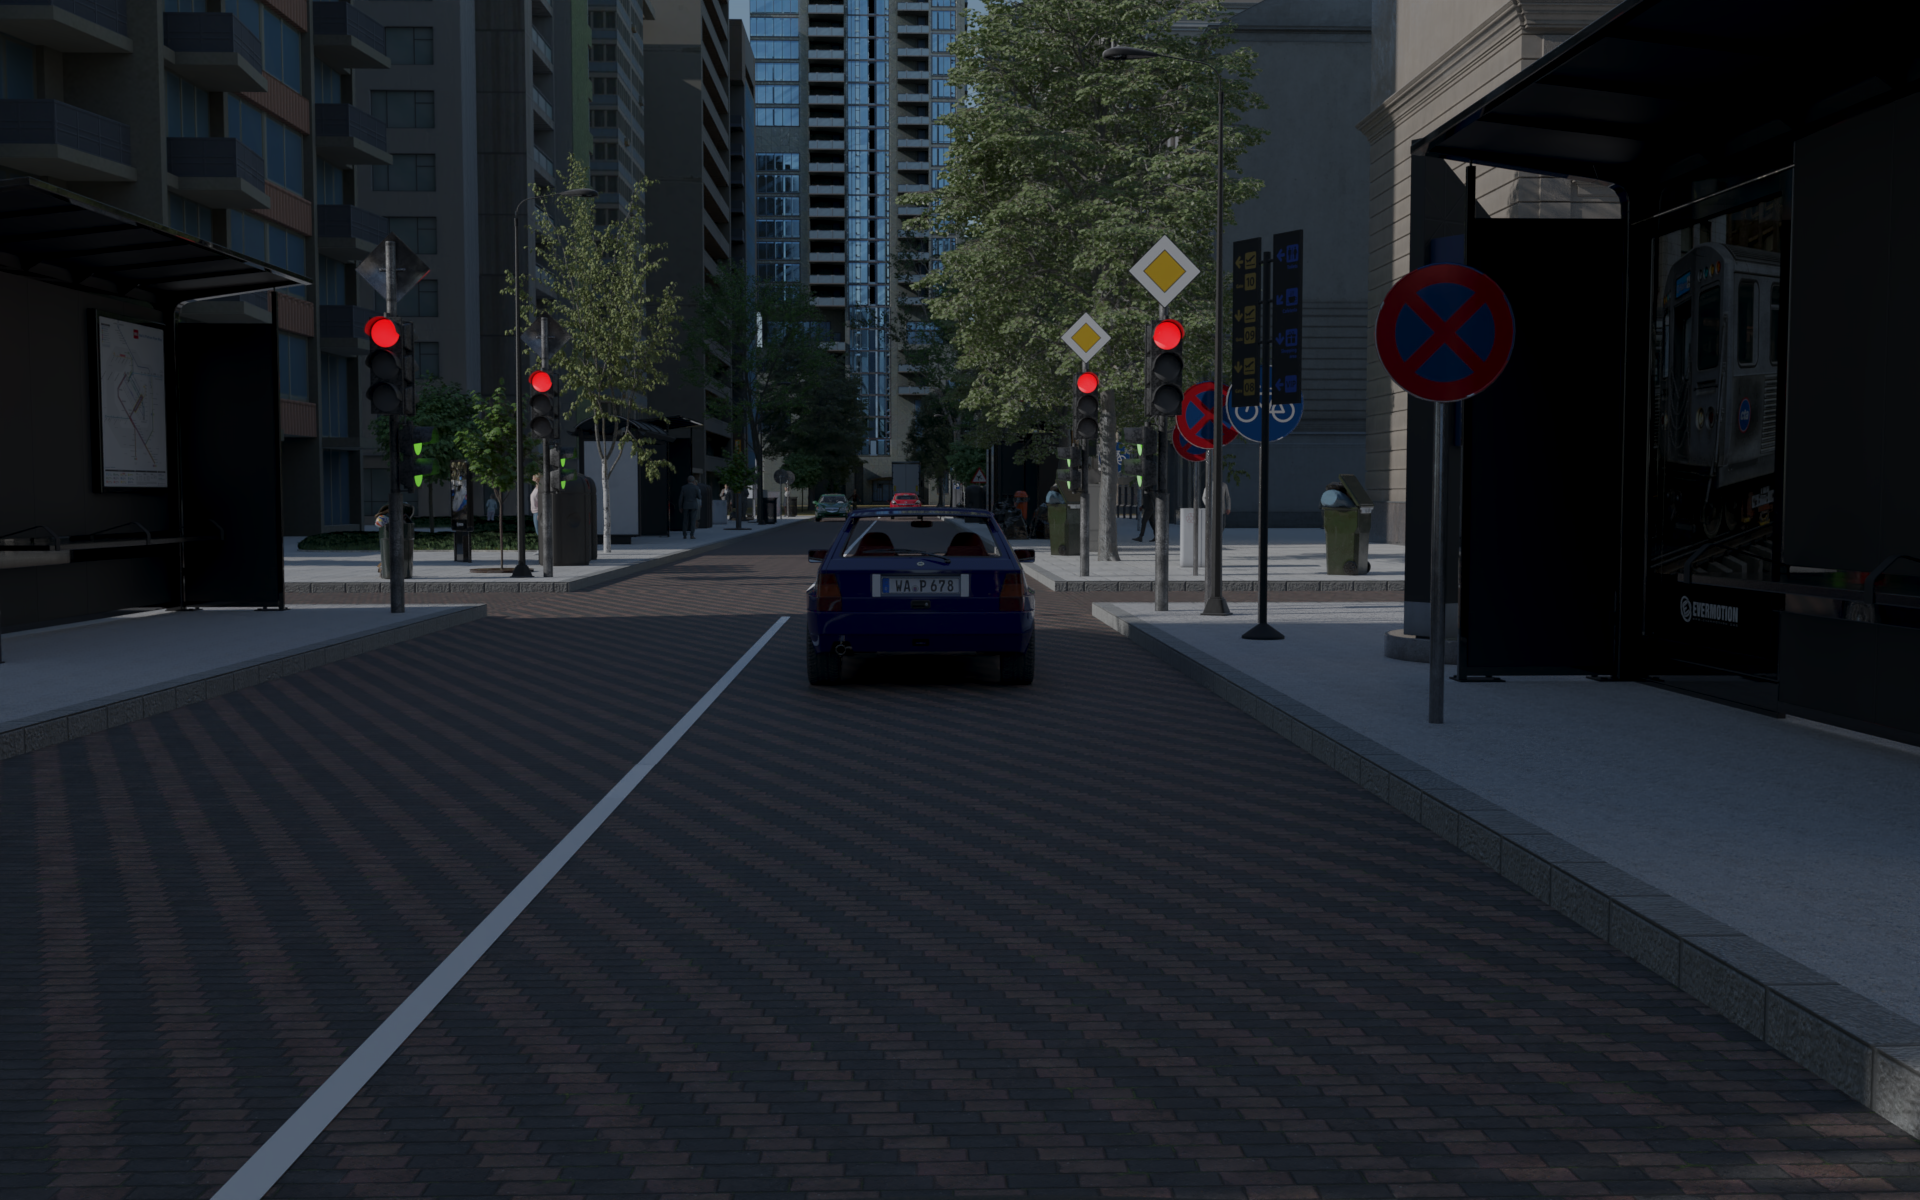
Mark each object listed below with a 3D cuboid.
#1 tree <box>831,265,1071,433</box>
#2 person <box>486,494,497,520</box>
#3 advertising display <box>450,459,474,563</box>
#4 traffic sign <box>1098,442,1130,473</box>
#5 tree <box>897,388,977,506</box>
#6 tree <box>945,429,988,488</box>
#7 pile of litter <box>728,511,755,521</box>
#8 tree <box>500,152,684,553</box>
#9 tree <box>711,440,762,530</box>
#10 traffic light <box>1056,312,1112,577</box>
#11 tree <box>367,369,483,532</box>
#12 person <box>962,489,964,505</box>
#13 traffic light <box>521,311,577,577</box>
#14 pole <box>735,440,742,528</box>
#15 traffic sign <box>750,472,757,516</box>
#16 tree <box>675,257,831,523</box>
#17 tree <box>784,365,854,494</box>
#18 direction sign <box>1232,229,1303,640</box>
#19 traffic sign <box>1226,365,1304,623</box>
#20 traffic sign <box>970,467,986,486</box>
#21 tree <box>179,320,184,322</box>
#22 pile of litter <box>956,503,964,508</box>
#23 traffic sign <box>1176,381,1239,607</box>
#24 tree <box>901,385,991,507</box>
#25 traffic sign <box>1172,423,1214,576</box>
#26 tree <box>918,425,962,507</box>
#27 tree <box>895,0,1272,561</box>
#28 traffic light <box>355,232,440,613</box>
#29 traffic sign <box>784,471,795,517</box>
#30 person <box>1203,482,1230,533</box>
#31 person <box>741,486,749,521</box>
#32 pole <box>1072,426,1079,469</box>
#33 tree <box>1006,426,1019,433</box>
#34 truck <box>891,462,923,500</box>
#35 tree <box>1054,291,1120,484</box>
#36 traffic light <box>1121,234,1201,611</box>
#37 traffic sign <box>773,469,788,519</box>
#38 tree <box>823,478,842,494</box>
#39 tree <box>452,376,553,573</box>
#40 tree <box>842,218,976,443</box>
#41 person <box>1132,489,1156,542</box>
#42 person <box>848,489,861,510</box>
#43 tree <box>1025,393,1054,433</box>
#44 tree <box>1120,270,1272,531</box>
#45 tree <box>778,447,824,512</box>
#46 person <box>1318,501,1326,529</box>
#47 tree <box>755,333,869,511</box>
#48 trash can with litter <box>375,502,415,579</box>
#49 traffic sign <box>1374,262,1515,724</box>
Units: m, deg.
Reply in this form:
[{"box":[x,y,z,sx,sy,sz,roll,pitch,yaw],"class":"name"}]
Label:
[{"box":[1.566,-9.047,73.669,9.928,11.665,9.643,0,3,0],"class":"tree"},{"box":[-16.952,-3.194,62.550,0.394,1.301,0.425,2,4,31],"class":"person"},{"box":[-9.367,-1.674,32.577,0.123,1.923,0.974,-2,4,-34],"class":"advertising display"},{"box":[3.730,-2.563,42.015,0.768,2.556,0.104,0,4,2],"class":"traffic sign"},{"box":[-1.903,-16.040,179.267,9.611,12.733,9.660,0,3,0],"class":"tree"},{"box":[0.824,-6.353,87.584,4.285,4.588,4.351,0,3,0],"class":"tree"},{"box":[-10.518,-4.296,84.210,1.719,0.858,1.176,-1,4,-23],"class":"pile of litter"},{"box":[-7.727,-5.328,37.470,4.737,8.622,4.395,0,3,0],"class":"tree"},{"box":[-7.851,-4.122,61.995,1.663,3.219,1.824,0,3,0],"class":"tree"},{"box":[1.924,-2.322,26.881,0.839,4.253,0.868,0,4,-2],"class":"traffic light"},{"box":[-13.874,-3.786,45.615,4.285,4.588,4.351,0,3,0],"class":"tree"},{"box":[0.216,-9.466,161.529,1.217,1.736,0.721,1,4,18],"class":"person"},{"box":[-6.332,-2.304,26.587,0.839,4.253,0.868,0,4,-2],"class":"traffic light"},{"box":[-8.360,-4.371,65.316,0.158,3.312,0.155,0,3,0],"class":"pole"},{"box":[-10.380,-5.312,86.852,0.884,2.594,0.081,0,4,4],"class":"traffic sign"},{"box":[-9.066,-9.257,77.101,9.928,11.665,9.643,0,3,0],"class":"tree"},{"box":[-10.886,-13.872,144.940,7.486,12.596,7.792,0,3,0],"class":"tree"},{"box":[2.691,-1.424,15.272,0.379,3.537,0.876,-2,4,-32],"class":"direction sign"},{"box":[3.005,-1.044,17.171,0.768,2.556,0.104,0,4,1],"class":"traffic sign"},{"box":[0.942,-5.097,83.344,0.884,2.594,0.081,0,4,7],"class":"traffic sign"},{"box":[-14.037,-2.884,30.863,4.285,4.588,4.351,0,3,0],"class":"tree"},{"box":[0.253,-4.713,91.027,1.176,0.858,1.719,0,4,1],"class":"pile of litter"},{"box":[2.815,-1.191,19.572,0.768,2.556,0.104,0,4,7],"class":"traffic sign"},{"box":[-0.763,-12.821,144.041,8.767,10.594,7.601,0,4,-1],"class":"tree"},{"box":[3.699,-1.652,27.118,0.768,2.556,0.104,0,4,7],"class":"traffic sign"},{"box":[-1.759,-13.374,169.024,4.737,8.622,4.395,0,3,0],"class":"tree"},{"box":[2.476,-7.006,32.674,7.486,12.596,7.792,0,3,0],"class":"tree"},{"box":[-6.061,-1.816,18.606,0.839,4.253,0.868,0,4,-2],"class":"traffic light"},{"box":[-9.435,-5.802,94.968,0.768,2.556,0.104,0,4,1],"class":"traffic sign"},{"box":[6.121,-2.171,41.391,0.661,1.843,0.795,0,4,-2],"class":"person"},{"box":[-10.104,-4.622,81.426,0.447,1.846,0.655,-3,4,-37],"class":"person"},{"box":[3.466,-3.566,52.150,0.158,3.312,0.155,0,3,0],"class":"pole"},{"box":[4.699,-9.194,100.689,4.737,8.622,4.395,0,3,0],"class":"tree"},{"box":[-4.760,-10.133,154.589,2.839,4.237,11.283,0,4,-1],"class":"truck"},{"box":[6.022,-6.712,60.096,4.737,8.622,4.395,0,3,0],"class":"tree"},{"box":[2.195,-1.834,18.900,0.839,4.253,0.868,0,4,-2],"class":"traffic light"},{"box":[-9.098,-5.375,87.988,0.768,2.556,0.104,0,4,4],"class":"traffic sign"},{"box":[-11.332,-9.634,152.124,1.663,3.219,1.824,0,3,0],"class":"tree"},{"box":[-7.412,-2.071,28.461,1.663,3.219,1.824,0,3,0],"class":"tree"},{"box":[-1.310,-16.146,119.870,12.611,20.169,13.585,0,3,0],"class":"tree"},{"box":[4.984,-2.484,46.428,0.755,1.850,0.659,0,4,8],"class":"person"},{"box":[-7.143,-6.587,116.716,1.217,1.766,0.721,3,4,37],"class":"person"},{"box":[5.391,-8.085,82.550,4.737,8.622,4.395,0,3,0],"class":"tree"},{"box":[7.270,-6.262,52.753,4.737,8.622,4.395,0,3,0],"class":"tree"},{"box":[-11.173,-8.447,121.819,4.285,4.588,4.351,0,3,0],"class":"tree"},{"box":[13.202,-3.209,62.782,0.475,1.303,0.640,-1,4,-23],"class":"person"},{"box":[-11.492,-13.901,133.932,9.857,13.997,8.962,0,3,0],"class":"tree"},{"box":[-8.684,-0.917,26.382,0.624,1.170,1.055,-2,4,-31],"class":"trash can with litter"},{"box":[2.669,-0.582,9.629,0.768,2.556,0.104,0,4,2],"class":"traffic sign"}]
